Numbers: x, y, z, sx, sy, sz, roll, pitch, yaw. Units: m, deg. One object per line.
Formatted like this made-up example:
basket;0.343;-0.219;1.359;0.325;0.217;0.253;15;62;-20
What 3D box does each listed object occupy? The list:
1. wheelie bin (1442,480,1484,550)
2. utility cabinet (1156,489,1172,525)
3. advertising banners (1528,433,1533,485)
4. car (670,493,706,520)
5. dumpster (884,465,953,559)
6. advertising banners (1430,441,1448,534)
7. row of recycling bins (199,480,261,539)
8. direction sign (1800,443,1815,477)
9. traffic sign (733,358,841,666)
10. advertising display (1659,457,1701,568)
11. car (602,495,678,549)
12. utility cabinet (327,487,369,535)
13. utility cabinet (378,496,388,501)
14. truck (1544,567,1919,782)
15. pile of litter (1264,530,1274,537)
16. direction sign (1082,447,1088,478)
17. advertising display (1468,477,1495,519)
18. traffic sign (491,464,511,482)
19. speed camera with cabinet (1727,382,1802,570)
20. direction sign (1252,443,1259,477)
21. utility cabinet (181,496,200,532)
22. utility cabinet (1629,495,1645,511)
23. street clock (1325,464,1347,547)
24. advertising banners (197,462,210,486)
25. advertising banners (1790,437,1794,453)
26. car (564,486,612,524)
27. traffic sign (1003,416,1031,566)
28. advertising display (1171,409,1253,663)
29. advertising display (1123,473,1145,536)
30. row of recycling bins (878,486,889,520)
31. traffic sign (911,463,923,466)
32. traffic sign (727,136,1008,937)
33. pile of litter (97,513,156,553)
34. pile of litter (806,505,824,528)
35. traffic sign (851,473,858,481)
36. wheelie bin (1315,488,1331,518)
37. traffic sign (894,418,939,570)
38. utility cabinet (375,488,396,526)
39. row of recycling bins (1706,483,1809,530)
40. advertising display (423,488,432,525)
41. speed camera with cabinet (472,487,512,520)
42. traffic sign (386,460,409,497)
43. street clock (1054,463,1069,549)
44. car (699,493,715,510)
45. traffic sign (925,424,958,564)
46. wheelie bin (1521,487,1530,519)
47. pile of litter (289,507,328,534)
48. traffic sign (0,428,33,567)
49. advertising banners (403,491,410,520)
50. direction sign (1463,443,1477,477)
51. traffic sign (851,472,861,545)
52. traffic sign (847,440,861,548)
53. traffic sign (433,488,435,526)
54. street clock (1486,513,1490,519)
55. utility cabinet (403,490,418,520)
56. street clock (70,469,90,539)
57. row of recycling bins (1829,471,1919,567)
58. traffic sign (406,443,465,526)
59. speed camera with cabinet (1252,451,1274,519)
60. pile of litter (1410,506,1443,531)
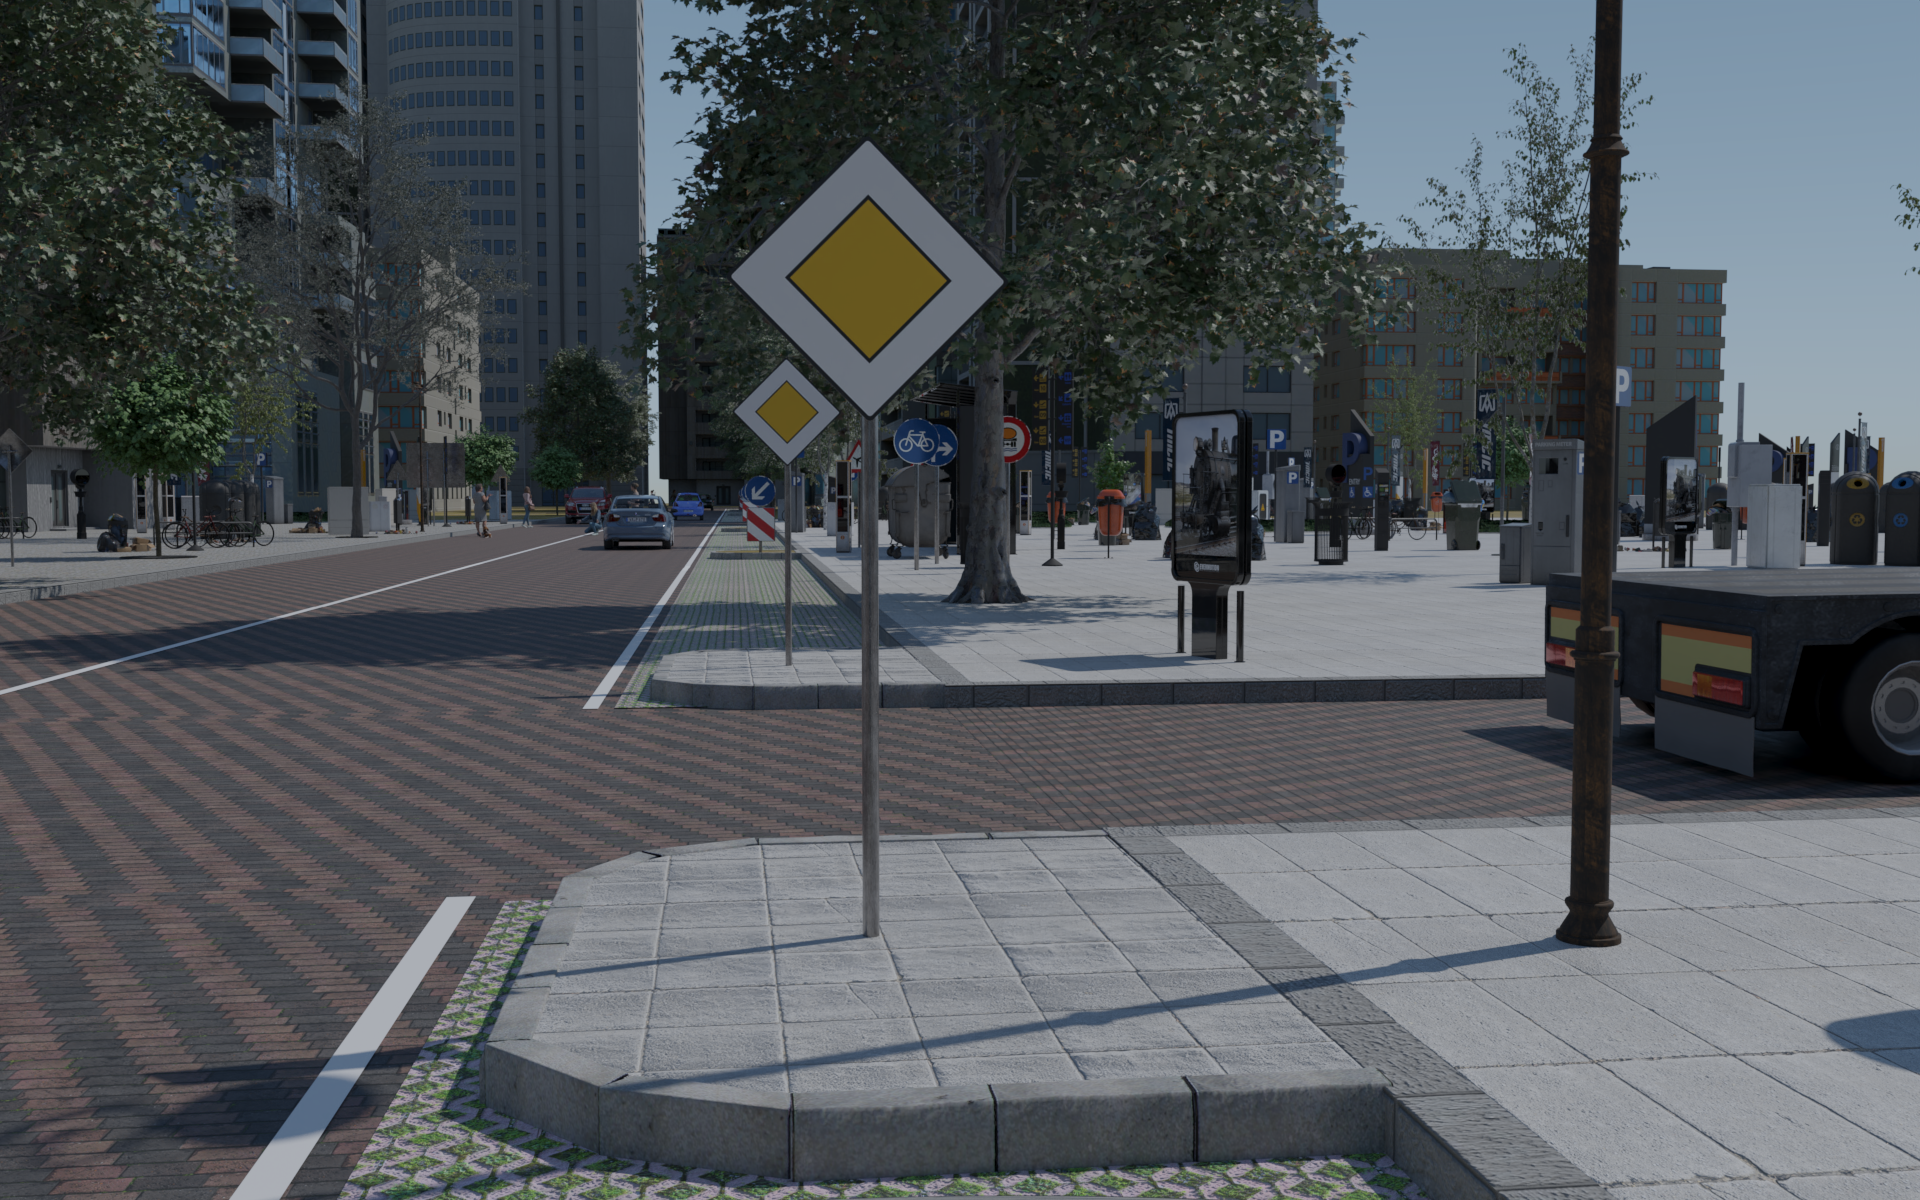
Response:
wheelie bin;11.467;-1.940;39.632;0.980;1.594;0.693;-1;4;-12
utility cabinet;8.494;-3.746;69.929;1.173;1.500;0.318;1;4;10
advertising banners;17.102;-3.339;50.772;0.090;3.025;2.074;3;5;43
car;-14.961;-5.245;95.342;1.945;1.707;3.694;-1;4;-9
dumpster;-0.825;-1.780;34.866;1.264;1.857;1.865;0;4;-7
advertising banners;15.845;-3.666;56.127;0.090;3.025;2.074;-1;4;-20
row of recycling bins;-21.310;-2.667;50.725;1.069;1.692;3.534;0;4;-5
direction sign;37.824;-5.228;77.479;0.379;3.537;0.876;-1;4;-22
traffic sign;-1.284;-0.566;12.889;0.795;2.450;0.064;0;4;-7
advertising display;12.515;-1.527;30.174;0.974;1.923;0.123;-2;4;-35
car;-8.545;-2.091;46.188;2.014;1.417;4.499;-1;4;-8
utility cabinet;-19.050;-2.768;53.932;1.173;1.500;0.318;-2;4;-29
utility cabinet;-20.698;-3.121;62.188;0.306;1.237;1.020;-1;4;-17
truck;13.062;-1.260;10.354;18.799;4.110;2.967;0;4;-5
pile of litter;8.571;-2.293;51.452;1.719;0.858;1.176;0;4;6
direction sign;5.733;-5.570;83.058;0.876;3.537;0.379;-2;4;-28
advertising display;19.448;-3.635;64.638;0.974;1.923;0.123;0;4;5
traffic sign;-20.087;-4.633;75.756;0.884;2.594;0.081;0;4;2
speed camera with cabinet;13.969;-2.187;30.086;0.660;3.252;2.038;0;4;5
direction sign;13.027;-5.226;77.445;0.379;3.537;0.876;-2;4;-32
utility cabinet;-24.779;-2.766;56.385;1.020;1.237;0.306;-2;4;-26
utility cabinet;36.305;-4.977;92.528;1.020;1.237;0.306;2;4;26
street clock;9.056;-2.275;41.773;0.471;2.002;0.358;-2;4;-25
advertising banners;-24.827;-3.818;58.609;2.074;3.025;0.090;-1;4;-9
advertising banners;25.579;-3.510;53.576;0.090;3.025;2.074;1;4;18
car;-18.082;-4.638;84.497;2.281;1.827;5.304;0;4;-8
traffic sign;0.776;-1.724;28.285;0.768;2.556;0.104;0;4;2
advertising display;1.957;-0.509;13.542;0.123;1.923;0.974;-2;4;-24
advertising display;5.326;-2.930;53.116;0.123;1.923;0.974;-2;4;-29
row of recycling bins;-3.174;-4.909;87.372;1.069;1.692;3.534;2;4;25
traffic sign;-1.403;-3.485;56.984;0.884;2.594;0.081;0;4;0
traffic sign;-0.261;-0.081;4.969;0.795;2.450;0.064;0;4;-7
pile of litter;-18.603;-1.519;38.806;1.176;0.858;1.719;1;4;18
pile of litter;-5.513;-3.181;65.977;1.719;0.858;1.176;1;4;16
traffic sign;-4.498;-4.298;70.374;0.768;2.556;0.104;0;4;-5
wheelie bin;17.532;-4.666;84.196;0.980;1.594;0.693;-1;4;-23
traffic sign;-0.731;-1.773;29.103;0.768;2.556;0.104;0;4;-3
utility cabinet;-22.873;-3.687;68.969;0.318;1.500;1.173;0;4;8
row of recycling bins;28.485;-3.354;61.953;3.534;1.692;1.069;0;4;-1
advertising display;-22.441;-4.120;72.577;0.974;1.923;0.123;3;5;41
speed camera with cabinet;-23.131;-5.577;85.520;0.660;3.252;2.038;2;4;35
traffic sign;-21.636;-4.077;66.658;0.884;2.594;0.081;0;4;2
street clock;2.345;-2.175;40.133;0.358;2.002;0.471;0;4;4
car;-22.553;-8.728;152.494;2.009;1.686;4.222;0;4;-7
traffic sign;-0.424;-1.933;31.714;0.768;2.556;0.104;0;4;2
wheelie bin;26.513;-4.440;80.494;0.980;1.594;0.693;3;5;40
pile of litter;-21.342;-2.621;56.811;1.176;0.858;1.719;-2;4;-35
traffic sign;-16.721;-1.793;30.504;0.795;2.450;0.064;0;4;-1
advertising banners;-25.367;-5.085;79.329;0.090;3.025;2.074;0;4;-3
direction sign;22.608;-5.180;76.694;0.379;3.537;0.876;-2;4;-31
traffic sign;-2.511;-2.680;43.820;0.884;2.594;0.081;0;4;-1
traffic sign;-2.422;-2.538;41.502;0.884;2.594;0.081;0;4;-4
traffic sign;-20.978;-4.220;69.008;0.884;2.594;0.081;0;4;1
street clock;22.944;-4.324;75.270;0.471;2.002;0.358;-2;4;-26
utility cabinet;-26.895;-4.668;84.999;0.318;1.500;1.173;1;4;22
street clock;-25.079;-2.742;49.401;0.358;2.002;0.471;2;4;28
row of recycling bins;17.159;-1.432;30.533;1.069;1.692;3.534;-3;4;-37
traffic sign;-20.792;-4.577;68.701;2.265;3.308;0.079;0;4;-4
speed camera with cabinet;13.899;-5.193;79.243;0.660;3.252;2.038;3;4;39
pile of litter;16.563;-2.887;61.162;1.719;0.858;1.176;-2;4;-35
